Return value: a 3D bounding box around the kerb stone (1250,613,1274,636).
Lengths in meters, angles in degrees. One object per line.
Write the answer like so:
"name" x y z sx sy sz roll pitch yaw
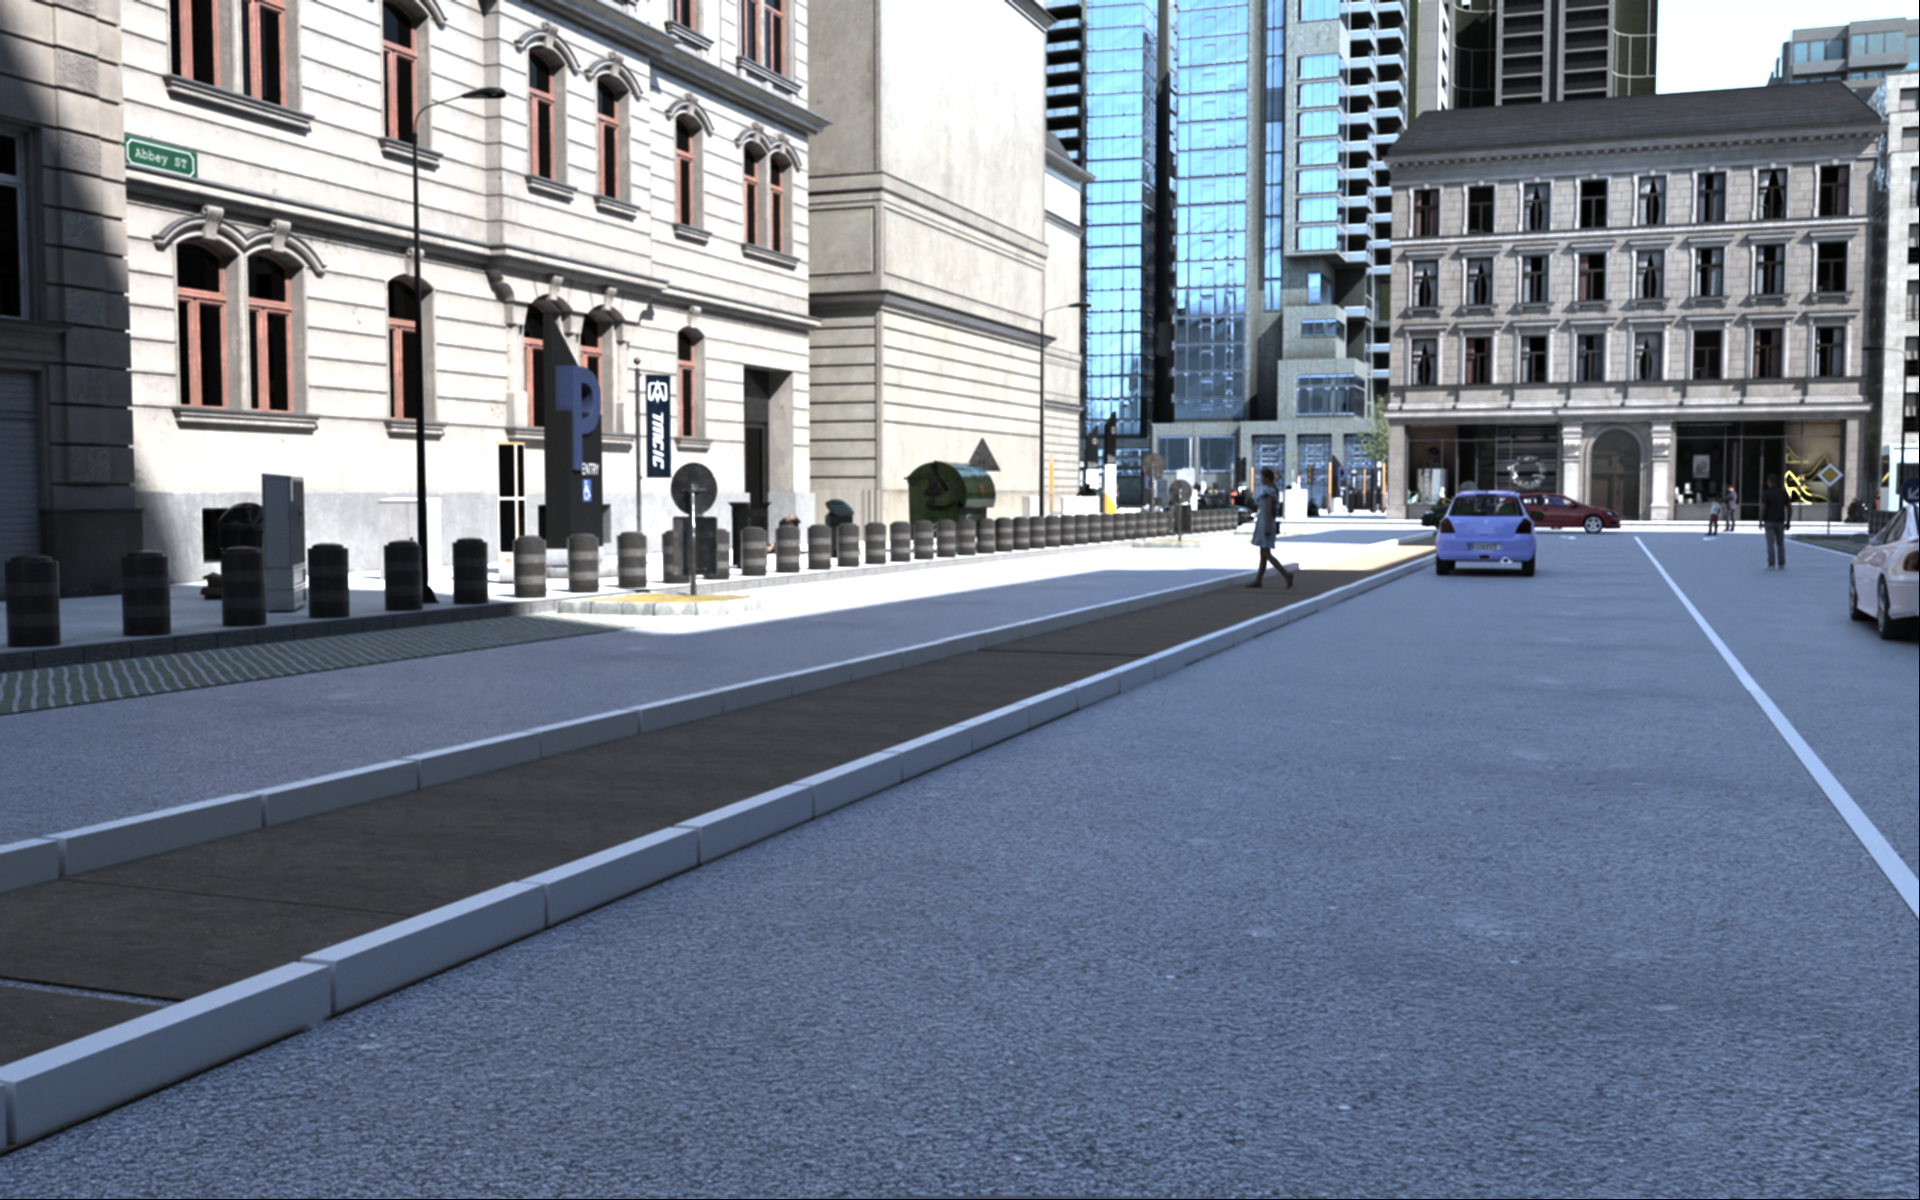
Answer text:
"kerb stone" 3.045 0.272 17.768 0.120 0.150 1.000 1 4 20

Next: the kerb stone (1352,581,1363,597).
"kerb stone" 5.544 -0.134 24.501 0.120 0.150 1.000 1 4 20

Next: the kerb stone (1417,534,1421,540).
"kerb stone" 13.959 -1.897 53.204 0.120 0.150 1.000 1 4 20

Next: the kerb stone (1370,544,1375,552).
"kerb stone" 10.016 -1.245 42.589 0.120 0.150 1.000 1 4 20

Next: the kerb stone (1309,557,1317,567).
"kerb stone" 6.805 -0.714 33.921 0.120 0.150 1.000 1 4 20

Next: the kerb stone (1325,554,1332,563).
"kerb stone" 7.512 -0.834 35.844 0.120 0.150 1.000 1 4 20

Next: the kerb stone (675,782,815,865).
"kerb stone" -0.879 0.919 7.167 0.120 0.150 1.000 1 4 20

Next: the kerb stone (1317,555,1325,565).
"kerb stone" 7.159 -0.770 34.883 0.120 0.150 1.000 1 4 20

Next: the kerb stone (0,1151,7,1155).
"kerb stone" -2.305 1.154 3.320 0.120 0.150 1.000 1 4 20

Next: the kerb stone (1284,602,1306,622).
"kerb stone" 3.763 0.153 19.688 0.120 0.150 1.000 1 4 20

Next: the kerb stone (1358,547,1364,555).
"kerb stone" 9.301 -1.127 40.664 0.120 0.150 1.000 1 4 20

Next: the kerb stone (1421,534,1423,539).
"kerb stone" 14.307 -1.956 54.175 0.120 0.150 1.000 1 4 20

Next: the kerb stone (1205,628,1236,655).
"kerb stone" 2.338 0.389 15.842 0.120 0.150 1.000 1 4 20

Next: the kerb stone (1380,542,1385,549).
"kerb stone" 10.726 -1.364 44.511 0.120 0.150 1.000 1 4 20

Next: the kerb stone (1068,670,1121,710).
"kerb stone" 0.911 0.624 11.987 0.120 0.150 1.000 1 4 20

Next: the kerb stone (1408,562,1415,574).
"kerb stone" 8.049 -0.553 31.243 0.120 0.150 1.000 1 4 20

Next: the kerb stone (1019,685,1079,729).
"kerb stone" 0.544 0.683 11.023 0.120 0.150 1.000 1 4 20

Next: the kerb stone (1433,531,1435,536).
"kerb stone" 15.740 -2.191 58.022 0.120 0.150 1.000 1 4 20

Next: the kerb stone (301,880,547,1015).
"kerb stone" -1.596 1.037 5.247 0.120 0.150 1.000 1 4 20

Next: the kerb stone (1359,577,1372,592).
"kerb stone" 5.901 -0.200 25.461 0.120 0.150 1.000 1 4 20

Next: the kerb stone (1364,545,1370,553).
"kerb stone" 9.658 -1.181 41.629 0.120 0.150 1.000 1 4 20

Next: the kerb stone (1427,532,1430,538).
"kerb stone" 15.022 -2.074 56.102 0.120 0.150 1.000 1 4 20

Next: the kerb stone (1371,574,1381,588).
"kerb stone" 6.259 -0.259 26.427 0.120 0.150 1.000 1 4 20

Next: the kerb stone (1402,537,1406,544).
"kerb stone" 12.521 -1.660 49.344 0.120 0.150 1.000 1 4 20

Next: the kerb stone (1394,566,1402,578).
"kerb stone" 7.327 -0.431 29.314 0.120 0.150 1.000 1 4 20

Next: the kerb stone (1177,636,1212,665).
"kerb stone" 1.980 0.448 14.882 0.120 0.150 1.000 1 4 20

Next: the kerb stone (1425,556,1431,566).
"kerb stone" 9.122 -0.730 34.142 0.120 0.150 1.000 1 4 20

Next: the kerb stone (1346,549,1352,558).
"kerb stone" 8.587 -1.011 38.738 0.120 0.150 1.000 1 4 20

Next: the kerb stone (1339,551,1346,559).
"kerb stone" 8.230 -0.953 37.776 0.120 0.150 1.000 1 4 20

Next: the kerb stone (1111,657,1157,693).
"kerb stone" 1.273 0.566 12.949 0.120 0.150 1.000 1 4 20

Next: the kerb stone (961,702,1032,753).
"kerb stone" 0.190 0.742 10.058 0.120 0.150 1.000 1 4 20

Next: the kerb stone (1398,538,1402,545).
"kerb stone" 12.162 -1.601 48.377 0.120 0.150 1.000 1 4 20

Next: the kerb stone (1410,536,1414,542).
"kerb stone" 13.241 -1.778 51.265 0.120 0.150 1.000 1 4 20

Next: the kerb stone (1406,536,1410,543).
"kerb stone" 12.877 -1.717 50.305 0.120 0.150 1.000 1 4 20

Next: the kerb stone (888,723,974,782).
"kerb stone" -0.165 0.801 9.097 0.120 0.150 1.000 1 4 20

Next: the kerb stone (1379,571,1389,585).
"kerb stone" 6.620 -0.317 27.386 0.120 0.150 1.000 1 4 20

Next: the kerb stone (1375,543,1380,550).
"kerb stone" 10.370 -1.306 43.550 0.120 0.150 1.000 1 4 20

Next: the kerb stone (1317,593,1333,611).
"kerb stone" 4.484 0.041 21.610 0.120 0.150 1.000 1 4 20

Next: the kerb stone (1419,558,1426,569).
"kerb stone" 8.765 -0.672 33.181 0.120 0.150 1.000 1 4 20

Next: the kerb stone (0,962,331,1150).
"kerb stone" -1.948 1.100 4.281 0.120 0.150 1.000 1 4 20

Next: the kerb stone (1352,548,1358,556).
"kerb stone" 8.945 -1.067 39.704 0.120 0.150 1.000 1 4 20

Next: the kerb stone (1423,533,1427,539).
"kerb stone" 14.672 -2.014 55.132 0.120 0.150 1.000 1 4 20

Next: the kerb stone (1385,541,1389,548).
"kerb stone" 11.083 -1.425 45.487 0.120 0.150 1.000 1 4 20

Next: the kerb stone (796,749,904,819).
"kerb stone" -0.522 0.860 8.128 0.120 0.150 1.000 1 4 20

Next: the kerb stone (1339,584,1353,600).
"kerb stone" 5.183 -0.082 23.537 0.120 0.150 1.000 1 4 20

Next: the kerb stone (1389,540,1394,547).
"kerb stone" 11.447 -1.477 46.445 0.120 0.150 1.000 1 4 20

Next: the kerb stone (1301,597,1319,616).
"kerb stone" 4.115 0.098 20.650 0.120 0.150 1.000 1 4 20

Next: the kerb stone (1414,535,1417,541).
"kerb stone" 13.589 -1.835 52.235 0.120 0.150 1.000 1 4 20

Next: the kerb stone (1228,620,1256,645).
"kerb stone" 2.697 0.331 16.804 0.120 0.150 1.000 1 4 20

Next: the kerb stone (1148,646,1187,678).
"kerb stone" 1.634 0.506 13.917 0.120 0.150 1.000 1 4 20

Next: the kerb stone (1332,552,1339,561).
"kerb stone" 7.874 -0.890 36.813 0.120 0.150 1.000 1 4 20

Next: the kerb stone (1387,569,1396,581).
"kerb stone" 6.977 -0.376 28.351 0.120 0.150 1.000 1 4 20

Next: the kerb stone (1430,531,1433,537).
"kerb stone" 15.381 -2.132 57.062 0.120 0.150 1.000 1 4 20

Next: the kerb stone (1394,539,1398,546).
"kerb stone" 11.802 -1.542 47.410 0.120 0.150 1.000 1 4 20

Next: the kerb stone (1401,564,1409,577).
"kerb stone" 7.698 -0.495 30.281 0.120 0.150 1.000 1 4 20

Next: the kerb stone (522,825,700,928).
"kerb stone" -1.240 0.982 6.208 0.120 0.150 1.000 1 4 20

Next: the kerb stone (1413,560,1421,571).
"kerb stone" 8.411 -0.611 32.219 0.120 0.150 1.000 1 4 20

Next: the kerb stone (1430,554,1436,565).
"kerb stone" 9.488 -0.783 35.101 0.120 0.150 1.000 1 4 20

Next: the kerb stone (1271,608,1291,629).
"kerb stone" 3.403 0.217 18.728 0.120 0.150 1.000 1 4 20

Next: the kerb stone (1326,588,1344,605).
"kerb stone" 4.835 -0.023 22.573 0.120 0.150 1.000 1 4 20
